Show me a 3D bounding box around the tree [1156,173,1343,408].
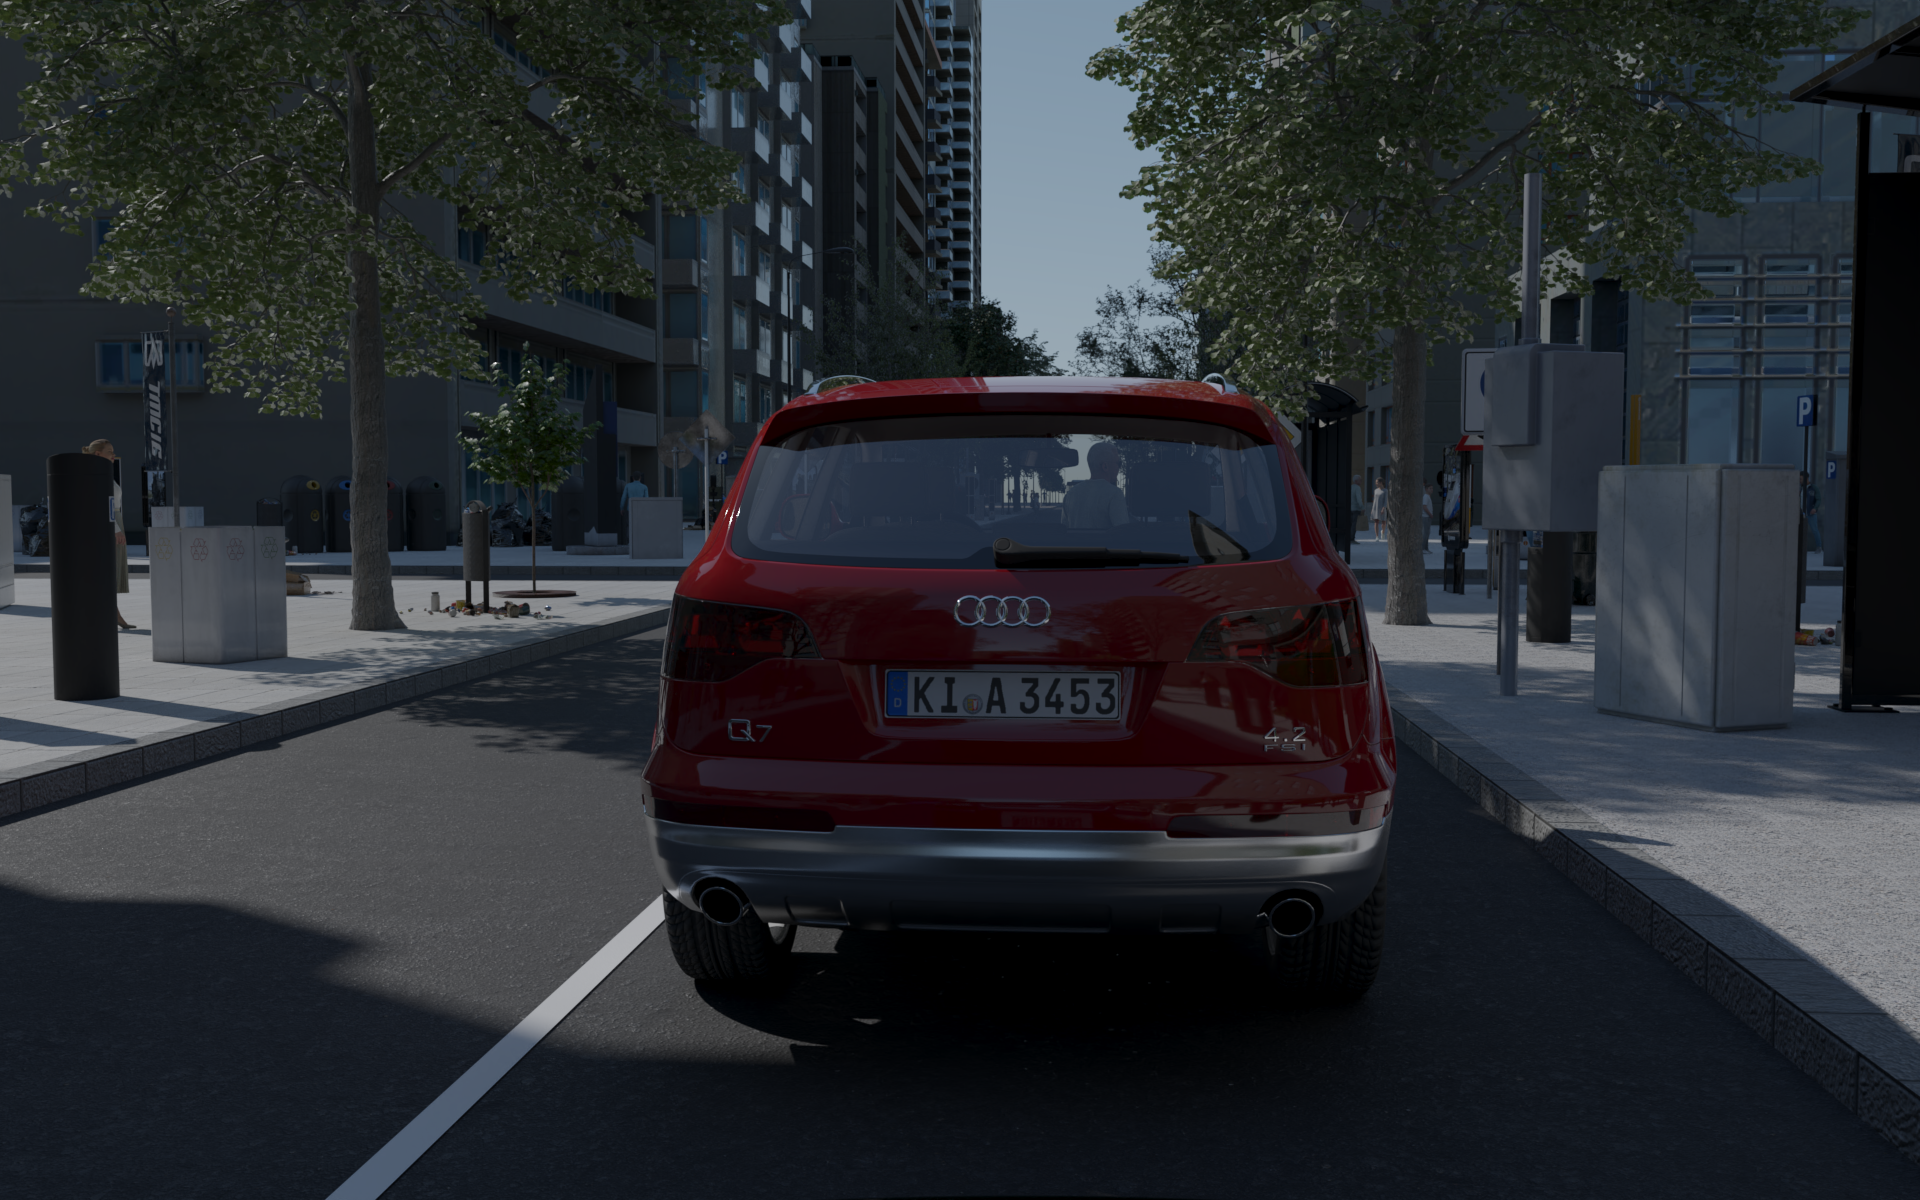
[{"bbox_3d":[6.698,-5.535,40.857,4.360,8.622,3.978,0,3,0],"label":"tree"}]

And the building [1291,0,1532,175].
[{"bbox_3d":[28.373,-26.241,112.642,14.154,41.232,14.086,0,4,5],"label":"building"}]

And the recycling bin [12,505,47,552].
[{"bbox_3d":[-20.800,-1.590,38.546,0.722,1.027,0.722,-1,4,-11],"label":"recycling bin"}]

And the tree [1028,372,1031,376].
[{"bbox_3d":[4.069,-11.510,122.599,8.767,10.594,7.601,1,4,16],"label":"tree"}]

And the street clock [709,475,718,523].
[{"bbox_3d":[-9.401,-3.761,66.056,0.358,2.002,0.471,0,4,-6],"label":"street clock"}]

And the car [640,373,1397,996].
[{"bbox_3d":[0.319,0.129,6.557,2.281,1.827,5.304,0,4,5],"label":"car"}]

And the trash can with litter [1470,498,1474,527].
[{"bbox_3d":[19.688,-3.434,67.531,0.624,1.170,1.055,1,4,10],"label":"trash can with litter"}]

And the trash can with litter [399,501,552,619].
[{"bbox_3d":[-5.093,-0.450,18.420,1.678,1.210,2.233,-3,4,-37],"label":"trash can with litter"}]

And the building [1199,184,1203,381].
[{"bbox_3d":[38.059,-33.137,225.380,14.154,41.232,14.086,0,4,5],"label":"building"}]

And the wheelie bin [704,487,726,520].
[{"bbox_3d":[-10.259,-3.956,72.584,0.980,1.594,0.693,0,4,4],"label":"wheelie bin"}]

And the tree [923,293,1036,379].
[{"bbox_3d":[1.070,-11.127,98.928,9.611,12.733,9.660,0,3,0],"label":"tree"}]

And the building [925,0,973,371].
[{"bbox_3d":[-8.412,-55.216,215.454,22.319,86.520,31.000,0,4,5],"label":"building"}]

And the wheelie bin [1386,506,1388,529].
[{"bbox_3d":[16.150,-3.432,64.019,0.693,1.594,0.980,-2,4,-34],"label":"wheelie bin"}]

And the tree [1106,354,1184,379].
[{"bbox_3d":[13.612,-12.312,127.050,9.928,11.665,9.643,0,3,0],"label":"tree"}]

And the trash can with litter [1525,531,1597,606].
[{"bbox_3d":[7.077,-0.520,19.889,1.055,1.170,0.624,-2,4,-25],"label":"trash can with litter"}]

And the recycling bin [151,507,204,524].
[{"bbox_3d":[-15.520,-1.335,34.388,0.722,1.027,0.722,0,4,5],"label":"recycling bin"}]

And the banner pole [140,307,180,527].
[{"bbox_3d":[-10.767,-2.043,23.423,0.863,3.779,0.401,2,4,30],"label":"banner pole"}]

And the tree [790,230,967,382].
[{"bbox_3d":[-2.257,-5.959,47.794,4.360,8.622,3.978,0,3,0],"label":"tree"}]

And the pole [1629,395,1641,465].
[{"bbox_3d":[13.874,-2.556,35.636,0.158,3.312,0.155,0,3,0],"label":"pole"}]

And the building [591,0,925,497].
[{"bbox_3d":[-14.346,-31.137,132.794,21.300,48.544,21.600,0,4,5],"label":"building"}]

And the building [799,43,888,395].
[{"bbox_3d":[-12.632,-21.012,115.245,14.160,30.474,14.107,0,4,5],"label":"building"}]

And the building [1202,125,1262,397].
[{"bbox_3d":[36.818,-34.259,210.237,14.600,45.320,14.200,0,4,5],"label":"building"}]

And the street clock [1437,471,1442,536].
[{"bbox_3d":[14.909,-2.987,53.402,0.358,2.002,0.471,-1,4,-18],"label":"street clock"}]

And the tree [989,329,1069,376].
[{"bbox_3d":[4.295,-13.832,132.803,9.857,13.997,8.962,0,3,0],"label":"tree"}]

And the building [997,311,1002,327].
[{"bbox_3d":[-0.965,-29.852,259.782,14.160,30.474,14.107,0,4,5],"label":"building"}]

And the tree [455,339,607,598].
[{"bbox_3d":[-5.416,-1.665,21.826,1.663,3.219,1.824,0,3,0],"label":"tree"}]

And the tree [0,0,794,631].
[{"bbox_3d":[-5.416,-5.967,15.686,7.486,12.596,7.792,0,3,0],"label":"tree"}]

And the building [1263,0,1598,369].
[{"bbox_3d":[37.938,-33.216,132.325,28.713,52.752,27.495,0,4,5],"label":"building"}]

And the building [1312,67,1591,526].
[{"bbox_3d":[32.770,-14.582,83.461,27.650,21.520,28.899,0,4,5],"label":"building"}]

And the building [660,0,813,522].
[{"bbox_3d":[-20.098,-28.791,90.334,23.786,49.044,30.456,0,4,5],"label":"building"}]

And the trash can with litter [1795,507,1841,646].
[{"bbox_3d":[7.387,-0.266,15.412,1.678,1.210,2.233,1,4,11],"label":"trash can with litter"}]

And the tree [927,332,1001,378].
[{"bbox_3d":[0.105,-7.861,78.890,4.737,8.622,4.395,0,3,0],"label":"tree"}]

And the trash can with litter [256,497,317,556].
[{"bbox_3d":[-14.726,-1.530,36.080,2.233,1.210,1.678,0,4,-1],"label":"trash can with litter"}]

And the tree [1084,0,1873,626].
[{"bbox_3d":[4.537,-6.005,16.303,7.486,12.596,7.792,0,3,0],"label":"tree"}]

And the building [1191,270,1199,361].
[{"bbox_3d":[44.616,-38.411,247.634,23.786,49.044,30.456,0,4,5],"label":"building"}]

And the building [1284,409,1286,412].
[{"bbox_3d":[41.409,-28.543,158.563,32.217,40.220,23.993,0,4,5],"label":"building"}]

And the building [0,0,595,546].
[{"bbox_3d":[-22.309,-26.226,52.493,21.300,48.544,21.600,0,4,5],"label":"building"}]

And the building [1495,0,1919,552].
[{"bbox_3d":[31.545,-44.857,46.080,31.000,86.520,22.319,0,4,5],"label":"building"}]

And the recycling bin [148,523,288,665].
[{"bbox_3d":[-5.743,-0.053,13.429,0.722,1.027,0.722,1,4,22],"label":"recycling bin"}]

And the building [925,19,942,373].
[{"bbox_3d":[-13.304,-30.793,158.095,22.147,44.769,28.867,0,4,5],"label":"building"}]

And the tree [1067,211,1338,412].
[{"bbox_3d":[7.376,-7.328,54.219,8.767,10.594,7.601,0,4,7],"label":"tree"}]

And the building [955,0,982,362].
[{"bbox_3d":[-5.289,-49.129,241.510,20.563,71.187,20.611,0,4,5],"label":"building"}]
